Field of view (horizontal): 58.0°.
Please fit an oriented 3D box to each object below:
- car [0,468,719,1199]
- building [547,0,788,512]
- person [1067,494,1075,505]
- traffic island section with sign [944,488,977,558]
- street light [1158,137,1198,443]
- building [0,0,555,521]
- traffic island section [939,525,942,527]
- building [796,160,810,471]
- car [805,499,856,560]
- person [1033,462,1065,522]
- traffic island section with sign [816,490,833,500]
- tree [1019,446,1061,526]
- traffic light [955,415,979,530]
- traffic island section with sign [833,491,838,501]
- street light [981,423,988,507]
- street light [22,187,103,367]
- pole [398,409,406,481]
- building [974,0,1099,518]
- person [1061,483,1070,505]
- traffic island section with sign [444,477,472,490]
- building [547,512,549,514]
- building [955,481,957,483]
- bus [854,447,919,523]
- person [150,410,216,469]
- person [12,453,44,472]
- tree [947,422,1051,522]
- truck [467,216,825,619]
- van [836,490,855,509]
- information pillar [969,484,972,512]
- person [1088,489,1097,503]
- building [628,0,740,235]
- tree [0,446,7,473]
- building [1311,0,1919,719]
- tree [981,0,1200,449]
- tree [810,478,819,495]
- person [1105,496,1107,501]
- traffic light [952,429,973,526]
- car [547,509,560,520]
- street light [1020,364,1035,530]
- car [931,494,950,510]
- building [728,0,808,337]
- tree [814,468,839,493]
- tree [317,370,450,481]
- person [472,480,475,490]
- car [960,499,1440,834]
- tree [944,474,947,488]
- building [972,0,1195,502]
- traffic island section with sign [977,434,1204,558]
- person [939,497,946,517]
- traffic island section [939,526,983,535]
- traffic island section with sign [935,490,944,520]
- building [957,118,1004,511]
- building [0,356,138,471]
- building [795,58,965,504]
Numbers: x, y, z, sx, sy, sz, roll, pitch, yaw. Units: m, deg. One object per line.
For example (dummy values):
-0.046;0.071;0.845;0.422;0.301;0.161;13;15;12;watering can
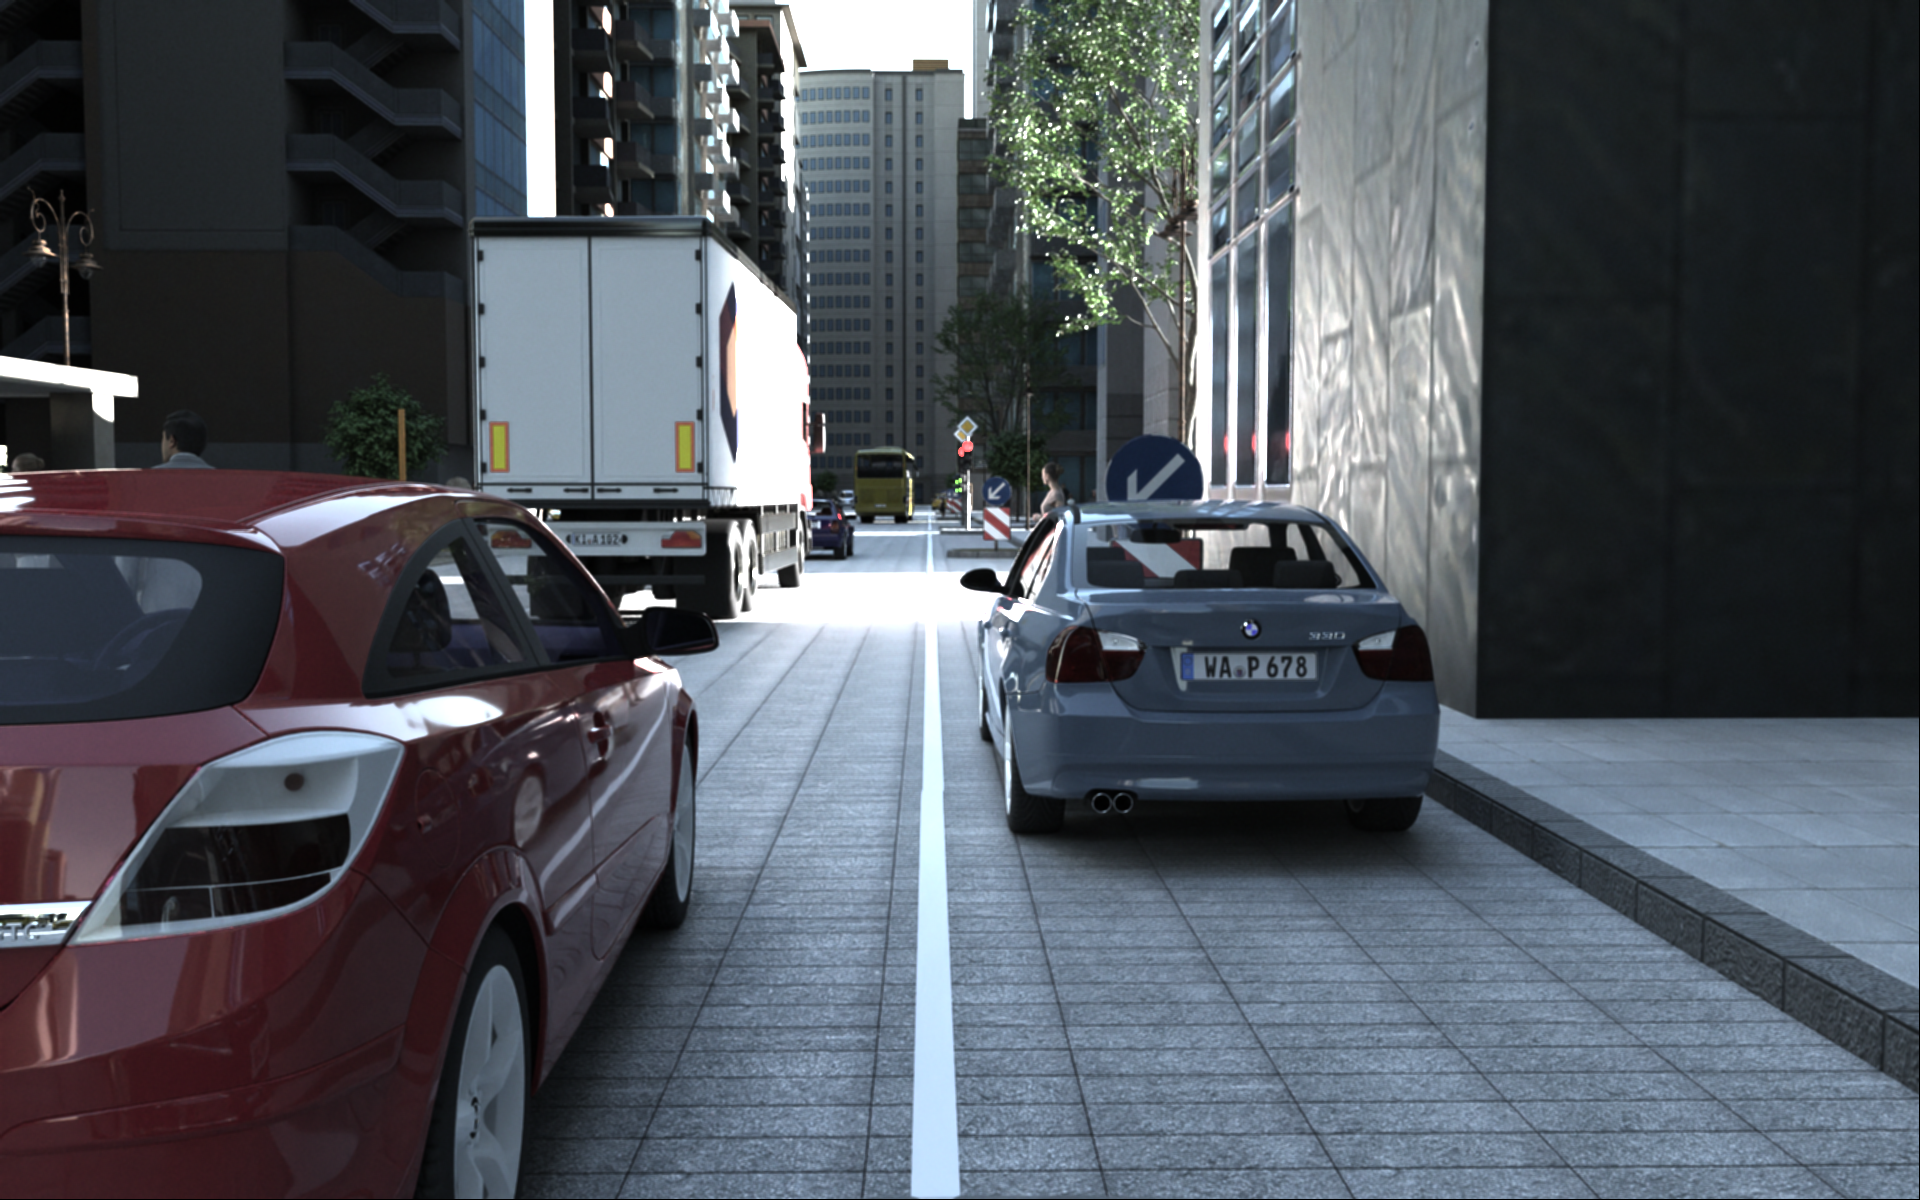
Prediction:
-1.747;0.282;4.426;2.155;1.783;4.494;0;4;-2;car
-27.480;-30.822;158.570;22.147;44.769;28.867;0;4;-1;building
4.726;-3.860;73.395;0.306;1.304;0.590;-2;4;-24;person
0.697;-1.886;39.470;1.989;1.847;2.006;0;4;-1;traffic island section with sign
2.939;-3.069;22.967;0.468;5.910;1.993;0;4;-1;street light
-21.419;-24.709;54.102;14.200;45.320;14.600;0;4;-1;building
0.147;-2.927;70.145;2.009;0.180;2.903;0;4;-1;traffic island section
-25.707;-32.398;213.295;14.086;41.232;14.154;0;4;-1;building
-3.342;-1.623;39.123;1.945;1.354;3.894;0;4;0;car
0.971;-0.631;19.165;0.374;1.781;0.599;-1;4;-9;person
-13.858;-9.973;171.678;1.989;1.847;2.006;0;4;-1;traffic island section with sign
2.970;-4.561;69.179;1.663;3.219;1.824;0;3;0;tree
0.247;-4.473;62.046;0.839;4.253;0.868;0;4;-1;traffic light
-14.346;-11.648;199.066;1.989;1.847;2.006;0;4;-1;traffic island section with sign
1.505;-8.169;106.350;0.468;5.910;1.993;0;4;-1;street light
-13.634;-3.283;26.458;0.468;5.910;1.993;0;4;-1;street light
-13.365;-2.918;41.545;0.158;3.312;0.155;0;3;0;pole
12.977;-29.740;105.854;23.786;49.044;30.456;0;4;-1;building
4.683;-4.714;83.340;0.699;1.804;1.509;-3;5;-41;person
-11.525;-1.884;39.429;1.989;1.847;2.006;0;4;-1;traffic island section with sign
-26.846;-26.164;82.412;22.147;44.769;28.867;0;4;-1;building
9.797;-47.085;208.086;20.563;71.187;20.611;0;4;-1;building
-3.786;-6.010;89.816;2.896;3.916;12.252;0;4;1;bus
-3.728;-0.004;8.417;0.661;1.843;0.795;-3;4;-38;person
-7.502;-0.297;13.911;0.362;1.759;0.519;-2;4;-33;person
2.570;-5.806;78.647;4.285;4.588;4.351;0;3;0;tree
-3.642;-2.091;23.103;2.839;4.237;11.283;0;4;1;truck
-10.942;-9.852;168.095;2.013;2.044;4.112;0;4;1;van
0.660;-7.382;125.194;0.304;2.012;0.304;-1;4;-19;information pillar
5.534;-3.890;70.008;0.716;1.782;0.532;1;4;11;person
-27.291;-30.597;119.871;23.786;49.044;30.456;0;4;-1;building
-32.560;-3.998;59.967;1.663;3.219;1.824;0;3;0;tree
14.190;-42.188;2.449;22.319;86.520;31.000;0;4;-1;building
3.971;-6.331;29.261;9.928;11.665;9.643;0;3;0;tree
-17.453;-12.901;205.537;1.663;3.219;1.824;0;3;0;tree
2.953;-1.621;32.743;0.606;1.804;0.583;2;4;30;person
0.107;-4.961;70.030;0.839;4.253;0.868;0;4;-1;traffic light
-11.988;-2.726;54.789;2.015;1.641;3.980;0;3;0;car
2.409;-5.424;61.469;0.468;5.910;1.993;0;4;-1;street light
-1.611;-8.918;156.034;2.015;1.641;3.980;0;4;1;car
-31.432;-36.542;186.699;28.713;52.752;27.495;0;4;-1;building
-16.967;-14.481;220.482;4.285;4.588;4.351;0;3;0;tree
-15.298;-3.791;45.692;4.285;4.588;4.351;0;3;0;tree
-12.477;-2.202;44.600;0.616;1.811;0.778;-1;4;-13;person
1.019;0.207;8.619;2.014;1.417;4.499;0;4;-2;car
-0.382;-14.612;222.612;4.285;4.588;4.351;0;3;0;tree
11.590;-37.746;159.149;21.231;58.520;28.212;0;4;-1;building
1.164;-0.219;12.207;1.989;1.847;2.006;0;4;-1;traffic island section with sign
-1.027;-5.242;98.883;0.373;1.253;0.362;2;4;35;person
0.288;-2.439;62.161;2.009;0.180;2.903;0;4;-1;traffic island section
-0.297;-5.314;95.503;1.989;1.847;2.006;0;4;-1;traffic island section with sign
6.716;-22.314;136.541;14.160;30.474;14.107;0;4;-1;building
-28.086;-19.983;18.609;32.217;40.220;23.993;0;4;-1;building
-13.513;-42.554;237.761;28.212;58.520;21.231;0;4;-1;building
